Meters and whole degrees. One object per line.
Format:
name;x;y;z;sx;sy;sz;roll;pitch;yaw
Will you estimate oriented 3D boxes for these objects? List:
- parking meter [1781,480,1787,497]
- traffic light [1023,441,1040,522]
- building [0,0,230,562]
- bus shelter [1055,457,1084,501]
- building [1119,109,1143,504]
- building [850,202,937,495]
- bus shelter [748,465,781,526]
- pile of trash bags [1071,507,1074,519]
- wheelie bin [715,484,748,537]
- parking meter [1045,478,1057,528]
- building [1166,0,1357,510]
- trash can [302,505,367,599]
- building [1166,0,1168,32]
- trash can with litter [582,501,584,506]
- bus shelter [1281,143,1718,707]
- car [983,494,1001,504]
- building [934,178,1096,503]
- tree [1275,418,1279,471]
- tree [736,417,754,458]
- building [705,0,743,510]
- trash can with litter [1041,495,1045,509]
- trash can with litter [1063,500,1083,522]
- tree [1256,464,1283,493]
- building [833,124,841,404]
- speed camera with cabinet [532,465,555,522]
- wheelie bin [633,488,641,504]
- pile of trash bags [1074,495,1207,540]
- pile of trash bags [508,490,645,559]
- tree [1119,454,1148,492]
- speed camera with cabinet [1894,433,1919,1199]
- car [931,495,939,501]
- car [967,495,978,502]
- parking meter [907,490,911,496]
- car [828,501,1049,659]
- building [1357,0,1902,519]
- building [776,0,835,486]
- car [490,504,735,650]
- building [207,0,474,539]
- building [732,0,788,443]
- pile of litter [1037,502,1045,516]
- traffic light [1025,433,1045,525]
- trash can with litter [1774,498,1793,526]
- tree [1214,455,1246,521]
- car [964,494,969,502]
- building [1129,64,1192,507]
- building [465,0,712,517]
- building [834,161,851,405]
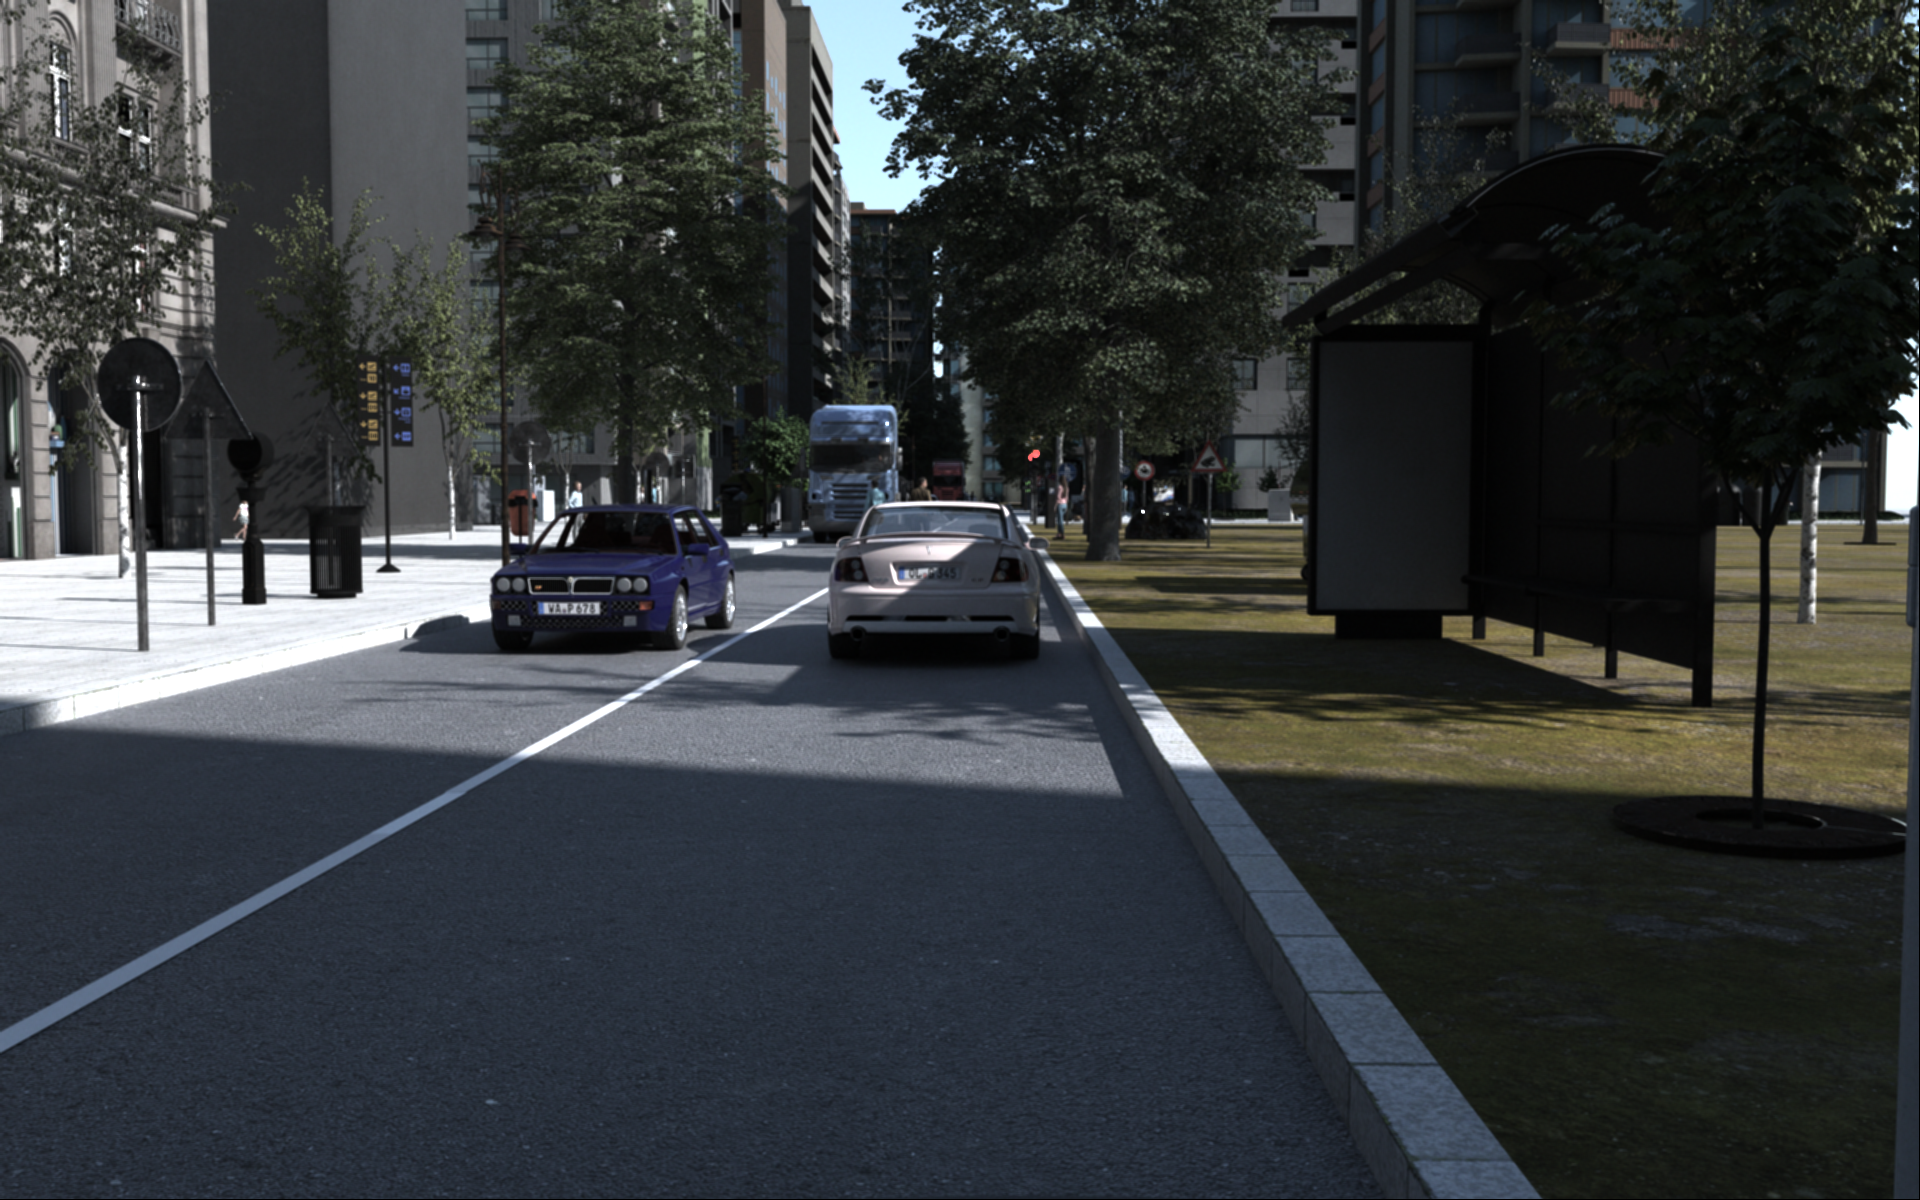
parking meter;34.631;-4.099;72.733;0.255;1.863;0.399;2;4;31
traffic light;3.344;-5.623;80.860;0.839;4.253;0.868;0;4;1
building;-23.897;-11.485;29.574;13.314;21.916;24.055;0;4;1
bus shelter;7.128;-7.429;112.744;1.731;3.624;6.357;0;4;1
building;29.893;-35.786;204.703;23.786;49.044;30.456;0;4;1
building;-18.215;-37.162;262.222;28.867;44.769;22.147;0;4;1
bus shelter;-7.640;-4.728;71.220;2.014;3.302;5.546;0;4;1
pile of trash bags;5.635;-4.797;88.189;1.912;1.369;3.447;-3;4;-37
wheelie bin;-6.873;-2.709;52.207;0.980;1.594;0.693;-1;4;-11
parking meter;3.402;-3.620;64.895;0.399;1.863;0.255;-1;4;-19
building;30.789;-33.399;135.311;28.713;52.752;27.495;0;4;1
trash can;-7.707;-0.595;21.384;0.748;1.137;0.748;0;3;0
building;42.182;-57.823;258.084;31.000;86.520;22.319;0;4;1
trash can with litter;-18.428;-4.444;84.051;0.624;1.170;1.055;3;4;36
bus shelter;3.817;-1.154;12.794;2.014;3.302;5.546;0;4;1
car;3.809;-12.034;208.548;2.131;1.459;4.920;0;4;3
building;11.490;-39.232;261.055;30.456;49.044;23.786;0;4;1
tree;22.388;-10.018;114.149;4.360;8.622;3.978;0;3;0
tree;-18.612;-11.602;140.062;4.360;8.622;3.978;0;3;0
building;-24.765;-41.851;122.508;20.563;71.187;20.611;0;4;1
trash can with litter;5.791;-6.827;122.673;1.678;1.210;2.233;0;3;0
trash can with litter;5.226;-4.258;81.006;1.055;1.170;0.624;1;4;19
tree;19.332;-6.893;107.295;1.663;3.219;1.824;0;3;0
building;-24.958;-32.912;192.735;22.147;44.769;28.867;0;4;1
speed camera with cabinet;-19.688;-5.337;81.590;0.660;3.252;2.038;-2;4;-30
wheelie bin;-15.831;-4.667;84.212;0.693;1.594;0.980;-1;4;-18
pile of trash bags;5.187;-2.405;49.067;3.447;1.369;1.912;0;4;-7
pile of trash bags;-7.300;-1.516;34.536;3.447;1.369;1.912;0;4;-6
tree;14.196;-9.766;143.380;4.285;4.588;4.351;0;3;0
speed camera with cabinet;1.660;-0.420;1.208;0.660;3.252;2.038;-1;4;-13
car;-1.985;-5.367;99.754;2.014;1.417;4.499;0;4;0
car;1.274;-12.905;223.361;2.083;1.381;4.827;0;4;0
parking meter;-3.566;-6.990;122.691;0.372;1.533;0.369;0;3;0
car;-0.183;-0.252;16.489;2.083;1.381;4.827;0;4;2
building;35.825;-27.123;98.088;28.867;44.769;22.147;0;4;1
building;-23.823;-33.254;167.398;21.300;48.544;21.600;0;4;1
car;-3.349;-0.280;17.158;1.945;1.354;3.894;0;4;3
building;-29.237;-16.017;55.378;24.014;27.812;14.314;0;4;1
building;-22.565;-30.489;148.610;14.600;45.320;14.200;0;4;1
pile of litter;4.674;-5.264;100.029;1.176;0.858;1.719;-3;5;-44
traffic light;3.149;-5.135;72.878;0.839;4.253;0.868;0;4;1
trash can with litter;33.192;-3.606;70.353;1.055;1.170;0.624;0;4;-7
tree;12.775;-5.468;84.002;1.663;3.219;1.824;0;3;0
car;0.051;-11.274;194.120;2.009;1.686;4.222;0;4;3
building;28.730;-31.842;175.247;22.147;44.769;28.867;0;4;1
building;-22.344;-25.349;98.055;14.154;41.232;14.086;0;4;1
building;-20.781;-32.457;214.273;14.086;41.232;14.154;0;4;1
